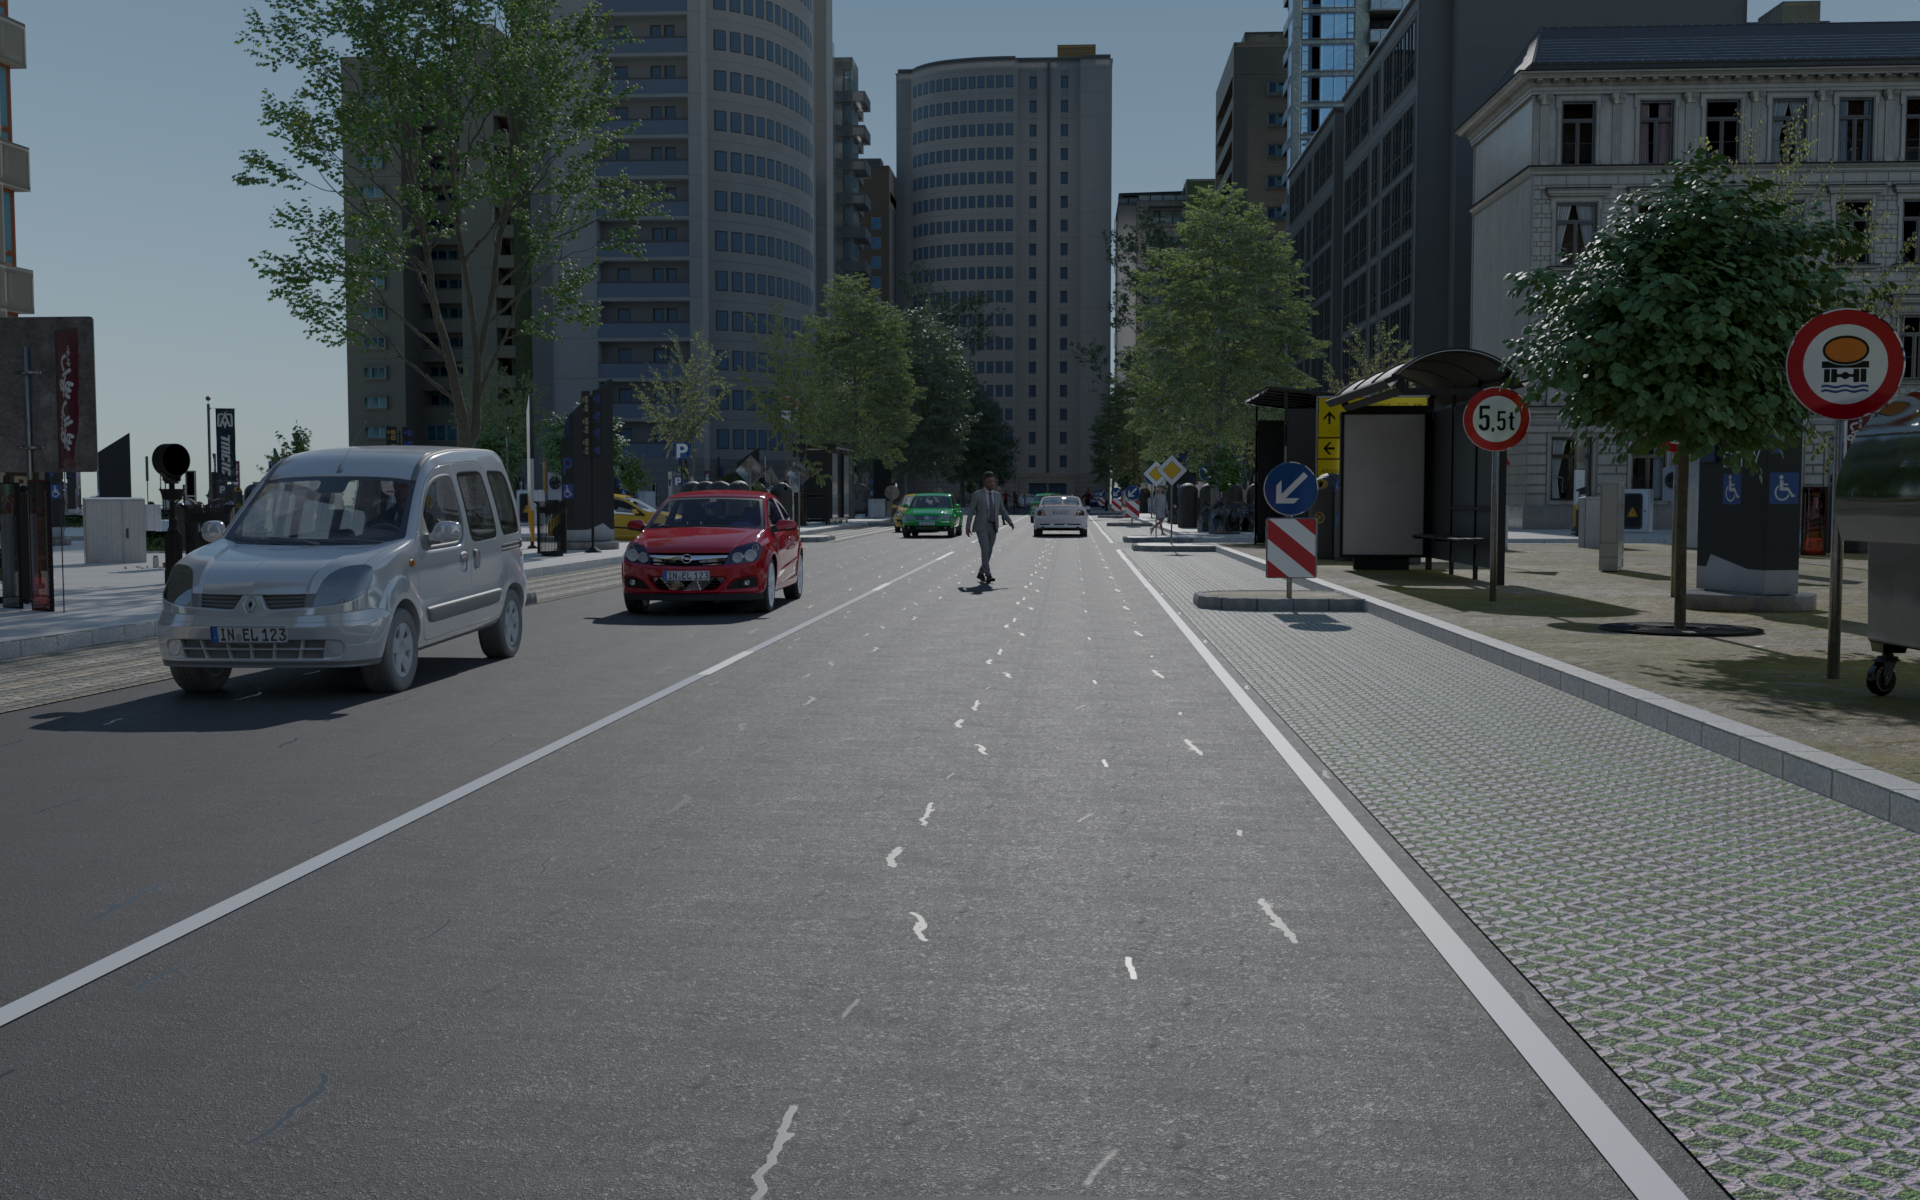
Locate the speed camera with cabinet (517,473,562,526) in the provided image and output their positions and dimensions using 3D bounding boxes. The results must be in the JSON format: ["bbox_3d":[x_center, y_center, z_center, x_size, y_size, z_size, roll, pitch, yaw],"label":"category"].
[{"bbox_3d":[-16.856,-4.623,69.926,2.038,3.252,0.660,1,4,13],"label":"speed camera with cabinet"}]

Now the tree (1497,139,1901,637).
[{"bbox_3d":[6.833,-1.980,16.082,4.285,4.588,4.351,0,3,0],"label":"tree"}]

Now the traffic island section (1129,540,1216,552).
[{"bbox_3d":[5.397,-1.332,44.059,2.009,0.180,2.903,0,4,4],"label":"traffic island section"}]

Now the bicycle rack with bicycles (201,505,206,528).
[{"bbox_3d":[-24.704,-2.702,57.553,2.925,0.926,2.852,-1,4,-20],"label":"bicycle rack with bicycles"}]

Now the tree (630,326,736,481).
[{"bbox_3d":[-11.929,-7.646,75.378,4.360,8.622,3.978,0,3,0],"label":"tree"}]

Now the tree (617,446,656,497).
[{"bbox_3d":[-13.203,-4.641,70.484,1.663,3.219,1.824,0,3,0],"label":"tree"}]

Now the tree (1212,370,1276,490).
[{"bbox_3d":[16.559,-9.140,99.795,4.360,8.622,3.978,0,3,0],"label":"tree"}]

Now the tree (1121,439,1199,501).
[{"bbox_3d":[12.090,-7.076,99.405,4.285,4.588,4.351,0,3,0],"label":"tree"}]

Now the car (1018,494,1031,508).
[{"bbox_3d":[6.995,-10.699,185.158,2.015,1.641,3.980,0,4,4],"label":"car"}]

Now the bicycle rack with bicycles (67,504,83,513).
[{"bbox_3d":[-53.748,-5.670,106.093,2.925,0.926,2.852,-1,4,-11],"label":"bicycle rack with bicycles"}]

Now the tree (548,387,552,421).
[{"bbox_3d":[-26.082,-9.263,101.817,4.737,8.622,4.395,0,3,0],"label":"tree"}]

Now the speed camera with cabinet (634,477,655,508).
[{"bbox_3d":[-19.319,-6.745,104.612,0.660,3.252,2.038,2,4,32],"label":"speed camera with cabinet"}]

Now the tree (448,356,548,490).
[{"bbox_3d":[-25.531,-8.721,92.948,4.737,8.622,4.395,0,3,0],"label":"tree"}]

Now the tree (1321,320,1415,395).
[{"bbox_3d":[17.184,-7.467,72.454,4.360,8.622,3.978,0,3,0],"label":"tree"}]

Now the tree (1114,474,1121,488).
[{"bbox_3d":[16.761,-11.445,170.836,4.285,4.588,4.351,0,3,0],"label":"tree"}]

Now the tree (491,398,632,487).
[{"bbox_3d":[-12.891,-4.635,59.490,4.285,4.588,4.351,0,3,0],"label":"tree"}]

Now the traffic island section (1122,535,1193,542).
[{"bbox_3d":[5.908,-1.819,52.028,2.009,0.180,2.903,0,4,4],"label":"traffic island section"}]

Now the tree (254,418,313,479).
[{"bbox_3d":[-16.918,-3.049,44.449,1.663,3.219,1.824,0,3,0],"label":"tree"}]

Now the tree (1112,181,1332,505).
[{"bbox_3d":[9.799,-8.886,63.414,7.486,12.596,7.792,0,3,0],"label":"tree"}]

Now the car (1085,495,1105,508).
[{"bbox_3d":[12.838,-9.256,163.909,1.945,1.354,3.894,0,4,2],"label":"car"}]

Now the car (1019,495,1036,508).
[{"bbox_3d":[7.196,-10.237,179.731,2.083,1.381,4.827,0,4,4],"label":"car"}]

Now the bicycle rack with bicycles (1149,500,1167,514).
[{"bbox_3d":[12.857,-5.586,104.715,2.925,0.926,2.852,0,4,-6],"label":"bicycle rack with bicycles"}]

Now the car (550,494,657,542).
[{"bbox_3d":[-9.394,-2.319,48.133,3.980,1.641,2.015,0,4,4],"label":"car"}]

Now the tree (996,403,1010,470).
[{"bbox_3d":[0.285,-15.898,166.581,9.857,13.997,8.962,0,3,0],"label":"tree"}]

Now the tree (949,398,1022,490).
[{"bbox_3d":[2.463,-17.336,200.446,9.611,12.733,9.660,0,3,0],"label":"tree"}]

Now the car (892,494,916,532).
[{"bbox_3d":[-1.551,-3.457,66.741,2.015,1.641,3.980,0,4,4],"label":"car"}]

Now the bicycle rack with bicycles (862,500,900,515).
[{"bbox_3d":[-4.424,-5.582,104.644,2.852,0.926,2.925,3,5,42],"label":"bicycle rack with bicycles"}]

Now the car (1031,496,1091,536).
[{"bbox_3d":[3.522,-2.943,60.477,2.083,1.381,4.827,0,4,4],"label":"car"}]

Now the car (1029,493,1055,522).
[{"bbox_3d":[4.524,-4.894,88.810,1.959,1.807,4.718,0,4,4],"label":"car"}]

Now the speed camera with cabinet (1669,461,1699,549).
[{"bbox_3d":[17.556,-2.869,41.237,0.660,3.252,2.038,2,4,35],"label":"speed camera with cabinet"}]

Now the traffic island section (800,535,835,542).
[{"bbox_3d":[-4.911,-1.862,52.724,2.009,0.180,2.903,0,4,4],"label":"traffic island section"}]

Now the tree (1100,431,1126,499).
[{"bbox_3d":[17.958,-14.917,194.254,4.360,8.622,3.978,0,3,0],"label":"tree"}]

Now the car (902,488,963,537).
[{"bbox_3d":[-0.912,-3.057,58.771,1.959,1.807,4.718,0,4,5],"label":"car"}]

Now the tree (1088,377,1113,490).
[{"bbox_3d":[14.074,-13.312,135.773,7.486,12.596,7.792,0,3,0],"label":"tree"}]

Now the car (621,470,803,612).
[{"bbox_3d":[-3.115,-0.813,22.328,2.155,1.783,4.494,0,4,2],"label":"car"}]

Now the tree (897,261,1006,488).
[{"bbox_3d":[-3.154,-17.601,143.670,12.611,20.169,13.585,0,3,0],"label":"tree"}]

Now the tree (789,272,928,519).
[{"bbox_3d":[-5.262,-10.459,89.139,7.486,12.596,7.792,0,3,0],"label":"tree"}]

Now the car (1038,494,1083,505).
[{"bbox_3d":[4.485,-4.135,77.390,2.009,1.686,4.222,0,4,2],"label":"car"}]

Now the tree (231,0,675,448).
[{"bbox_3d":[-8.938,-6.451,31.233,9.928,11.665,9.643,0,3,0],"label":"tree"}]

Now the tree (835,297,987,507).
[{"bbox_3d":[-3.437,-12.531,111.542,9.857,13.997,8.962,0,3,0],"label":"tree"}]

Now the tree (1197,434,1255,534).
[{"bbox_3d":[8.395,-3.739,55.727,1.663,3.219,1.824,0,3,0],"label":"tree"}]

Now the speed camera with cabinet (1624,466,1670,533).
[{"bbox_3d":[22.764,-3.826,56.884,2.038,3.252,0.660,2,4,35],"label":"speed camera with cabinet"}]

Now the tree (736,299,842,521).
[{"bbox_3d":[-6.321,-7.010,64.968,4.737,8.622,4.395,0,3,0],"label":"tree"}]

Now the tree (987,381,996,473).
[{"bbox_3d":[-3.488,-13.271,123.635,9.857,13.997,8.962,0,3,0],"label":"tree"}]

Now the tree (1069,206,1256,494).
[{"bbox_3d":[13.504,-15.694,112.482,12.611,20.169,13.585,0,3,0],"label":"tree"}]

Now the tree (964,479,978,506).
[{"bbox_3d":[1.241,-11.917,189.440,1.663,3.219,1.824,0,3,0],"label":"tree"}]

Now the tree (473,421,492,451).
[{"bbox_3d":[-21.034,-5.770,78.060,4.285,4.588,4.351,0,3,0],"label":"tree"}]
